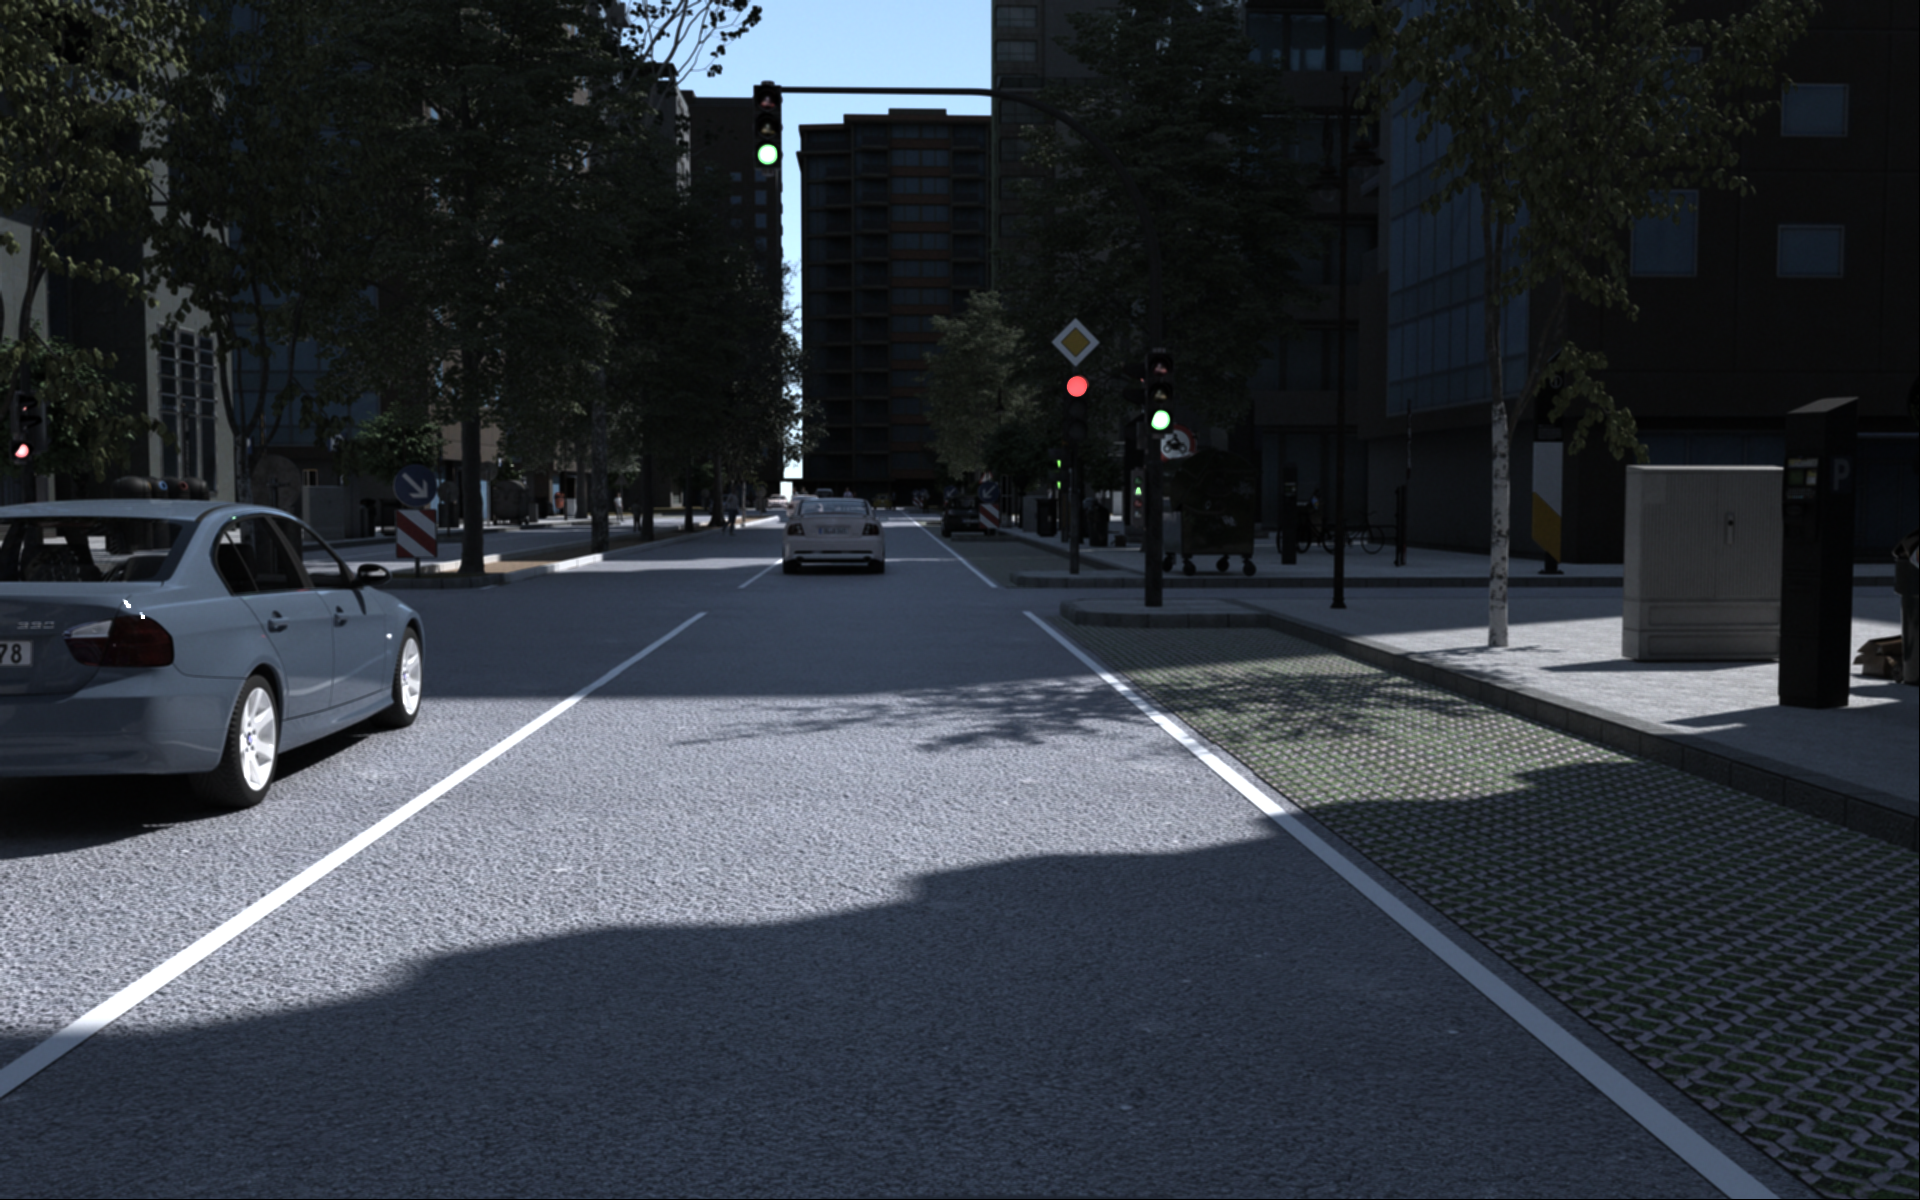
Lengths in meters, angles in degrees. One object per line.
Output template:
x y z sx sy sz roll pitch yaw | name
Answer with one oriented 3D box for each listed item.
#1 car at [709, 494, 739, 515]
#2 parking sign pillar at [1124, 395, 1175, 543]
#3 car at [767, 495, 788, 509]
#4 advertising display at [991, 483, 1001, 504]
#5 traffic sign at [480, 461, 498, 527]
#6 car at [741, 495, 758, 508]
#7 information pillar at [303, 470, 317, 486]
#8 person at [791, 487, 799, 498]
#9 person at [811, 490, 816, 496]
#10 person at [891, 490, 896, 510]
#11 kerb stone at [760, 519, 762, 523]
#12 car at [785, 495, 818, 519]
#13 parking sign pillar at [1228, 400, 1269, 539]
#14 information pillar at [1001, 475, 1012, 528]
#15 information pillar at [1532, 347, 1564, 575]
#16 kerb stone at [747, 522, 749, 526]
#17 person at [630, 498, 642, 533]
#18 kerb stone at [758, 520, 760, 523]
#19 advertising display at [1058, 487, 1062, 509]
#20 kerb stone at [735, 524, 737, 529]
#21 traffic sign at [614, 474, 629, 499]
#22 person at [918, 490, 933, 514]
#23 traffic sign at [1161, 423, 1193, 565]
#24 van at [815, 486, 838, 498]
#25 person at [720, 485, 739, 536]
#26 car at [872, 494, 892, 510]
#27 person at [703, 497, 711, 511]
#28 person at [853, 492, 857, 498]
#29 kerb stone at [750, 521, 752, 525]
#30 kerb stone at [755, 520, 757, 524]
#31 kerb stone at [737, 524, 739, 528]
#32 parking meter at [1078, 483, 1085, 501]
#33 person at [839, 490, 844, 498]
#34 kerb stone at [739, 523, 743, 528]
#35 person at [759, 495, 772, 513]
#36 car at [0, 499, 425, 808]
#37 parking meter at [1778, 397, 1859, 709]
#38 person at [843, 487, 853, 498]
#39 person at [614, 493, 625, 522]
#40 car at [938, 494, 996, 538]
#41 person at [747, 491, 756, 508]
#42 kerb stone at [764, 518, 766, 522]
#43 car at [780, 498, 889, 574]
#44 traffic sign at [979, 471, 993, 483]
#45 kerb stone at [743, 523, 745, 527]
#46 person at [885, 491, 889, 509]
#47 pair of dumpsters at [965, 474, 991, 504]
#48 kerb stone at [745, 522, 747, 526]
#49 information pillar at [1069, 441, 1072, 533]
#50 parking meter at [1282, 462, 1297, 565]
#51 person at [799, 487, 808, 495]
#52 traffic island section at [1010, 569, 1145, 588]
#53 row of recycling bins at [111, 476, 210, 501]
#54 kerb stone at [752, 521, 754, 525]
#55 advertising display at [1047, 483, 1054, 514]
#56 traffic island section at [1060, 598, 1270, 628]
-16.349 -6.616 120.173 2.014 1.417 4.499 0 4 -1 | car
5.032 -3.506 45.803 1.447 3.967 1.447 1 4 17 | parking sign pillar
-17.802 -9.588 169.125 2.083 1.381 4.827 0 4 -3 | car
1.840 -4.505 78.866 0.974 1.923 0.123 2 4 34 | advertising display
-18.405 -4.123 67.525 0.768 2.556 0.104 0 4 1 | traffic sign
-21.189 -9.967 175.534 1.945 1.354 3.894 0 4 -3 | car
-19.575 -2.919 52.222 0.304 2.012 0.304 3 5 41 | information pillar
-8.684 -5.062 91.363 0.778 1.811 0.616 -1 4 -9 | person
-12.632 -8.662 150.134 1.348 1.824 0.705 2 4 34 | person
-5.821 -8.766 151.816 0.705 1.826 1.348 1 4 8 | person
-9.924 -3.823 84.702 0.120 0.150 1.000 0 4 -3 | kerb stone
-7.907 -4.652 88.418 2.083 1.381 4.827 0 4 -4 | car
8.266 -3.782 50.310 1.447 3.967 1.447 -1 4 -20 | parking sign pillar
1.763 -3.733 65.534 0.304 2.012 0.304 3 5 41 | information pillar
9.380 -2.217 27.596 0.504 3.616 0.183 -1 4 -12 | information pillar
-9.539 -3.318 76.518 0.120 0.150 1.000 0 4 -3 | kerb stone
-11.530 -2.993 61.700 0.475 1.303 0.640 0 4 1 | person
-9.883 -3.761 83.681 0.120 0.150 1.000 0 4 -3 | kerb stone
4.598 -4.547 79.564 0.123 1.923 0.974 0 4 -1 | advertising display
-9.268 -2.947 70.377 0.120 0.150 1.000 0 4 -3 | kerb stone
-19.821 -6.203 101.425 0.884 2.594 0.081 0 4 -1 | traffic sign
-2.516 -7.212 127.144 1.217 1.736 0.721 0 4 0 | person
3.881 -1.911 31.344 0.768 2.556 0.104 0 4 3 | traffic sign
-10.513 -7.796 134.483 2.013 2.044 4.112 0 4 -4 | van
-7.982 -3.087 59.640 0.598 1.740 0.731 1 4 12 | person
-7.094 -9.127 159.458 2.015 1.641 3.980 0 4 -2 | car
-19.324 -7.526 132.237 0.721 1.739 1.217 1 4 22 | person
-10.887 -10.348 179.163 0.415 1.643 0.593 1 4 13 | person
-9.644 -3.446 78.562 0.120 0.150 1.000 0 4 -3 | kerb stone
-9.792 -3.634 81.636 0.120 0.150 1.000 0 4 -3 | kerb stone
-9.307 -3.010 71.404 0.120 0.150 1.000 0 4 -3 | kerb stone
5.363 -4.379 77.301 0.399 1.863 0.255 3 5 43 | parking meter
-10.135 -8.541 148.161 0.705 1.821 1.348 1 4 13 | person
-9.411 -3.135 73.451 0.120 0.150 1.000 0 4 -3 | kerb stone
-15.135 -7.667 133.875 0.705 1.822 1.348 3 5 42 | person
-4.155 0.175 9.143 2.014 1.417 4.499 0 4 -3 | car
5.167 -0.289 10.438 0.399 1.863 0.255 -2 4 -31 | parking meter
-6.901 -5.940 105.481 0.709 1.838 0.599 1 4 21 | person
-17.669 -4.818 89.867 0.523 1.515 0.503 1 4 19 | person
0.264 -2.959 58.163 2.009 1.686 4.222 0 4 -2 | car
-20.742 -9.970 172.220 1.217 1.735 0.721 2 4 29 | person
-10.068 -4.011 87.773 0.120 0.150 1.000 0 4 -3 | kerb stone
-2.374 -1.241 32.657 2.083 1.381 4.827 0 4 -4 | car
1.352 -5.201 85.040 0.884 2.594 0.081 0 4 6 | traffic sign
-9.452 -3.198 74.475 0.120 0.150 1.000 0 4 -3 | kerb stone
-6.789 -9.373 162.671 0.530 1.710 0.541 0 4 8 | person
1.164 -5.228 87.967 1.574 2.255 4.437 0 4 -3 | pair of dumpsters
-9.503 -3.257 75.496 0.120 0.150 1.000 0 4 -3 | kerb stone
3.524 -3.927 55.559 0.183 3.616 0.504 -1 4 -19 | information pillar
6.007 -1.582 31.577 0.255 1.863 0.399 1 4 9 | parking meter
-8.717 -5.460 97.578 0.655 1.846 0.447 -2 4 -30 | person
1.857 -0.337 27.791 2.009 0.180 2.903 0 4 -3 | traffic island section
-18.790 -2.054 40.700 1.069 1.692 3.534 0 4 3 | row of recycling bins
-9.690 -3.510 79.583 0.120 0.150 1.000 0 4 -3 | kerb stone
5.260 -5.837 100.643 0.123 1.923 0.974 -1 4 -15 | advertising display
2.226 0.151 19.815 2.009 0.180 2.903 0 4 -3 | traffic island section
